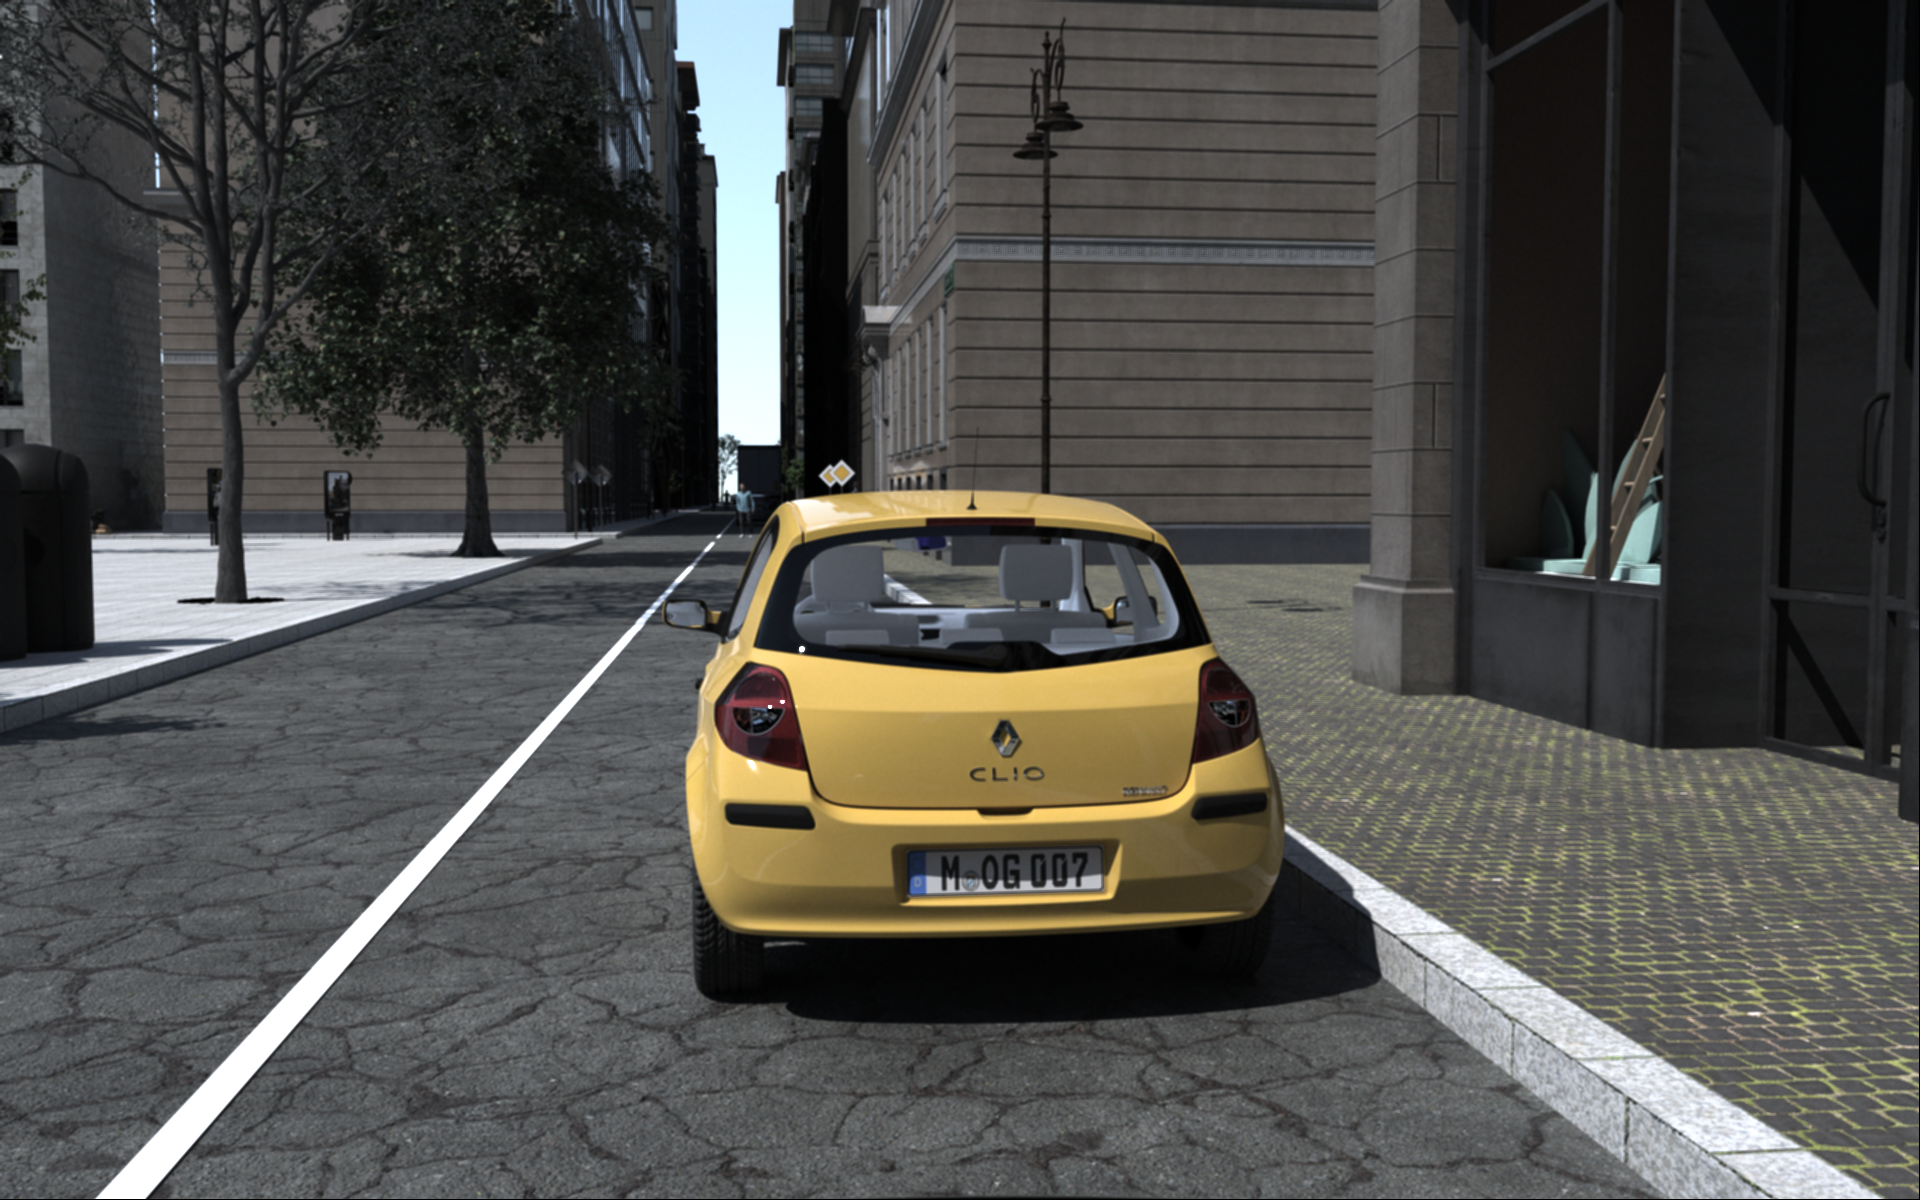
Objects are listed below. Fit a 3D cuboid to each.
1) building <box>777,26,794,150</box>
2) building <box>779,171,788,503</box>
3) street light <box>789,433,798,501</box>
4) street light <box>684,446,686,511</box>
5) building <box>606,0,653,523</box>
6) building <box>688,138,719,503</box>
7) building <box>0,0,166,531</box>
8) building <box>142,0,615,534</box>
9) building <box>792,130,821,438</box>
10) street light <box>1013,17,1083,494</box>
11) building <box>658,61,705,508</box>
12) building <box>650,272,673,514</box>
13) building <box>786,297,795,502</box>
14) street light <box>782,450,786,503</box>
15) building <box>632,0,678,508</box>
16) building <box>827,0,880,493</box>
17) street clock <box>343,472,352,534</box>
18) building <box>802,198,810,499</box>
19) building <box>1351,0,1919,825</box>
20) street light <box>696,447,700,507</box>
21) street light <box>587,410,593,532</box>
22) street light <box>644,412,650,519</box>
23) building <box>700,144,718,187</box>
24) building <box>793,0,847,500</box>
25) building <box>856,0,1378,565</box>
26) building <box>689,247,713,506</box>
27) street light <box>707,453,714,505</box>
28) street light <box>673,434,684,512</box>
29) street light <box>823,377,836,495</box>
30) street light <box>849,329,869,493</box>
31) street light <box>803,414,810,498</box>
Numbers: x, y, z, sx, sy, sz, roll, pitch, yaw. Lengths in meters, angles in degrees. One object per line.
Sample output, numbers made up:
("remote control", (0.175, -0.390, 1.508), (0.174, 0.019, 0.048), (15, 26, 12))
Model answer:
("building", (-5.943, -37.067, 195.288), (28.713, 52.752, 27.495), (0, 4, -7))
("building", (-17.425, -35.761, 234.807), (14.600, 45.320, 14.200), (0, 4, -7))
("street light", (-12.511, -9.719, 131.695), (0.468, 5.910, 1.993), (0, 4, -7))
("street light", (-21.428, -9.866, 134.100), (0.468, 5.910, 1.993), (0, 4, -7))
("building", (-22.428, -19.108, 89.908), (11.434, 29.767, 29.804), (0, 4, -7))
("building", (-44.327, -37.588, 238.264), (21.300, 48.544, 21.600), (0, 4, -7))
("building", (-37.463, -12.438, 58.109), (16.860, 20.320, 10.420), (0, 4, -7))
("building", (-20.282, -17.077, 65.106), (13.634, 28.700, 20.117), (0, 4, -7))
("building", (-4.374, -20.399, 120.917), (14.401, 28.519, 23.554), (0, 4, -7))
("street light", (0.868, -2.732, 17.457), (0.468, 5.910, 1.993), (0, 4, -7))
("building", (-36.933, -31.640, 171.944), (22.147, 44.769, 28.867), (0, 4, -7))
("building", (-27.406, -15.023, 113.085), (16.820, 18.784, 16.811), (0, 4, -7))
("building", (-2.687, -19.756, 168.047), (27.650, 21.520, 28.899), (0, 4, -7))
("street light", (-17.877, -12.477, 176.782), (0.468, 5.910, 1.993), (0, 4, -7))
("building", (-37.282, -33.890, 143.339), (28.713, 52.752, 27.495), (0, 4, -7))
("building", (10.257, -14.298, 67.056), (30.059, 22.955, 16.112), (0, 4, -7))
("street clock", (-19.643, -3.103, 55.305), (0.471, 2.002, 0.358), (2, 4, 31))
("building", (-2.747, -16.584, 100.820), (12.332, 23.373, 15.834), (0, 4, -7))
("building", (7.252, -9.758, 10.459), (10.553, 20.767, 40.483), (0, 4, -7))
("street light", (-24.971, -11.777, 165.338), (0.468, 5.910, 1.993), (0, 4, -7))
("street light", (-12.374, -5.197, 57.762), (0.468, 5.910, 1.993), (0, 4, -7))
("street light", (-16.058, -7.107, 88.984), (0.468, 5.910, 1.993), (0, 4, -7))
("building", (-51.094, -41.148, 262.014), (28.713, 52.752, 27.495), (0, 4, -7))
("building", (-6.887, -28.238, 145.289), (14.154, 41.232, 14.086), (0, 4, -7))
("building", (4.891, -15.565, 40.391), (13.634, 28.700, 20.117), (0, 4, -7))
("building", (-35.437, -25.838, 194.148), (14.160, 30.474, 14.107), (0, 4, -7))
("street light", (-28.526, -13.687, 196.574), (0.468, 5.910, 1.993), (0, 4, -7))
("street light", (-19.707, -9.033, 120.474), (0.468, 5.910, 1.993), (0, 4, -7))
("street light", (-5.165, -5.871, 68.782), (0.468, 5.910, 1.993), (0, 4, -7))
("street light", (-2.836, -4.641, 48.676), (0.468, 5.910, 1.993), (0, 4, -7))
("street light", (-8.806, -7.799, 100.302), (0.468, 5.910, 1.993), (0, 4, -7))
